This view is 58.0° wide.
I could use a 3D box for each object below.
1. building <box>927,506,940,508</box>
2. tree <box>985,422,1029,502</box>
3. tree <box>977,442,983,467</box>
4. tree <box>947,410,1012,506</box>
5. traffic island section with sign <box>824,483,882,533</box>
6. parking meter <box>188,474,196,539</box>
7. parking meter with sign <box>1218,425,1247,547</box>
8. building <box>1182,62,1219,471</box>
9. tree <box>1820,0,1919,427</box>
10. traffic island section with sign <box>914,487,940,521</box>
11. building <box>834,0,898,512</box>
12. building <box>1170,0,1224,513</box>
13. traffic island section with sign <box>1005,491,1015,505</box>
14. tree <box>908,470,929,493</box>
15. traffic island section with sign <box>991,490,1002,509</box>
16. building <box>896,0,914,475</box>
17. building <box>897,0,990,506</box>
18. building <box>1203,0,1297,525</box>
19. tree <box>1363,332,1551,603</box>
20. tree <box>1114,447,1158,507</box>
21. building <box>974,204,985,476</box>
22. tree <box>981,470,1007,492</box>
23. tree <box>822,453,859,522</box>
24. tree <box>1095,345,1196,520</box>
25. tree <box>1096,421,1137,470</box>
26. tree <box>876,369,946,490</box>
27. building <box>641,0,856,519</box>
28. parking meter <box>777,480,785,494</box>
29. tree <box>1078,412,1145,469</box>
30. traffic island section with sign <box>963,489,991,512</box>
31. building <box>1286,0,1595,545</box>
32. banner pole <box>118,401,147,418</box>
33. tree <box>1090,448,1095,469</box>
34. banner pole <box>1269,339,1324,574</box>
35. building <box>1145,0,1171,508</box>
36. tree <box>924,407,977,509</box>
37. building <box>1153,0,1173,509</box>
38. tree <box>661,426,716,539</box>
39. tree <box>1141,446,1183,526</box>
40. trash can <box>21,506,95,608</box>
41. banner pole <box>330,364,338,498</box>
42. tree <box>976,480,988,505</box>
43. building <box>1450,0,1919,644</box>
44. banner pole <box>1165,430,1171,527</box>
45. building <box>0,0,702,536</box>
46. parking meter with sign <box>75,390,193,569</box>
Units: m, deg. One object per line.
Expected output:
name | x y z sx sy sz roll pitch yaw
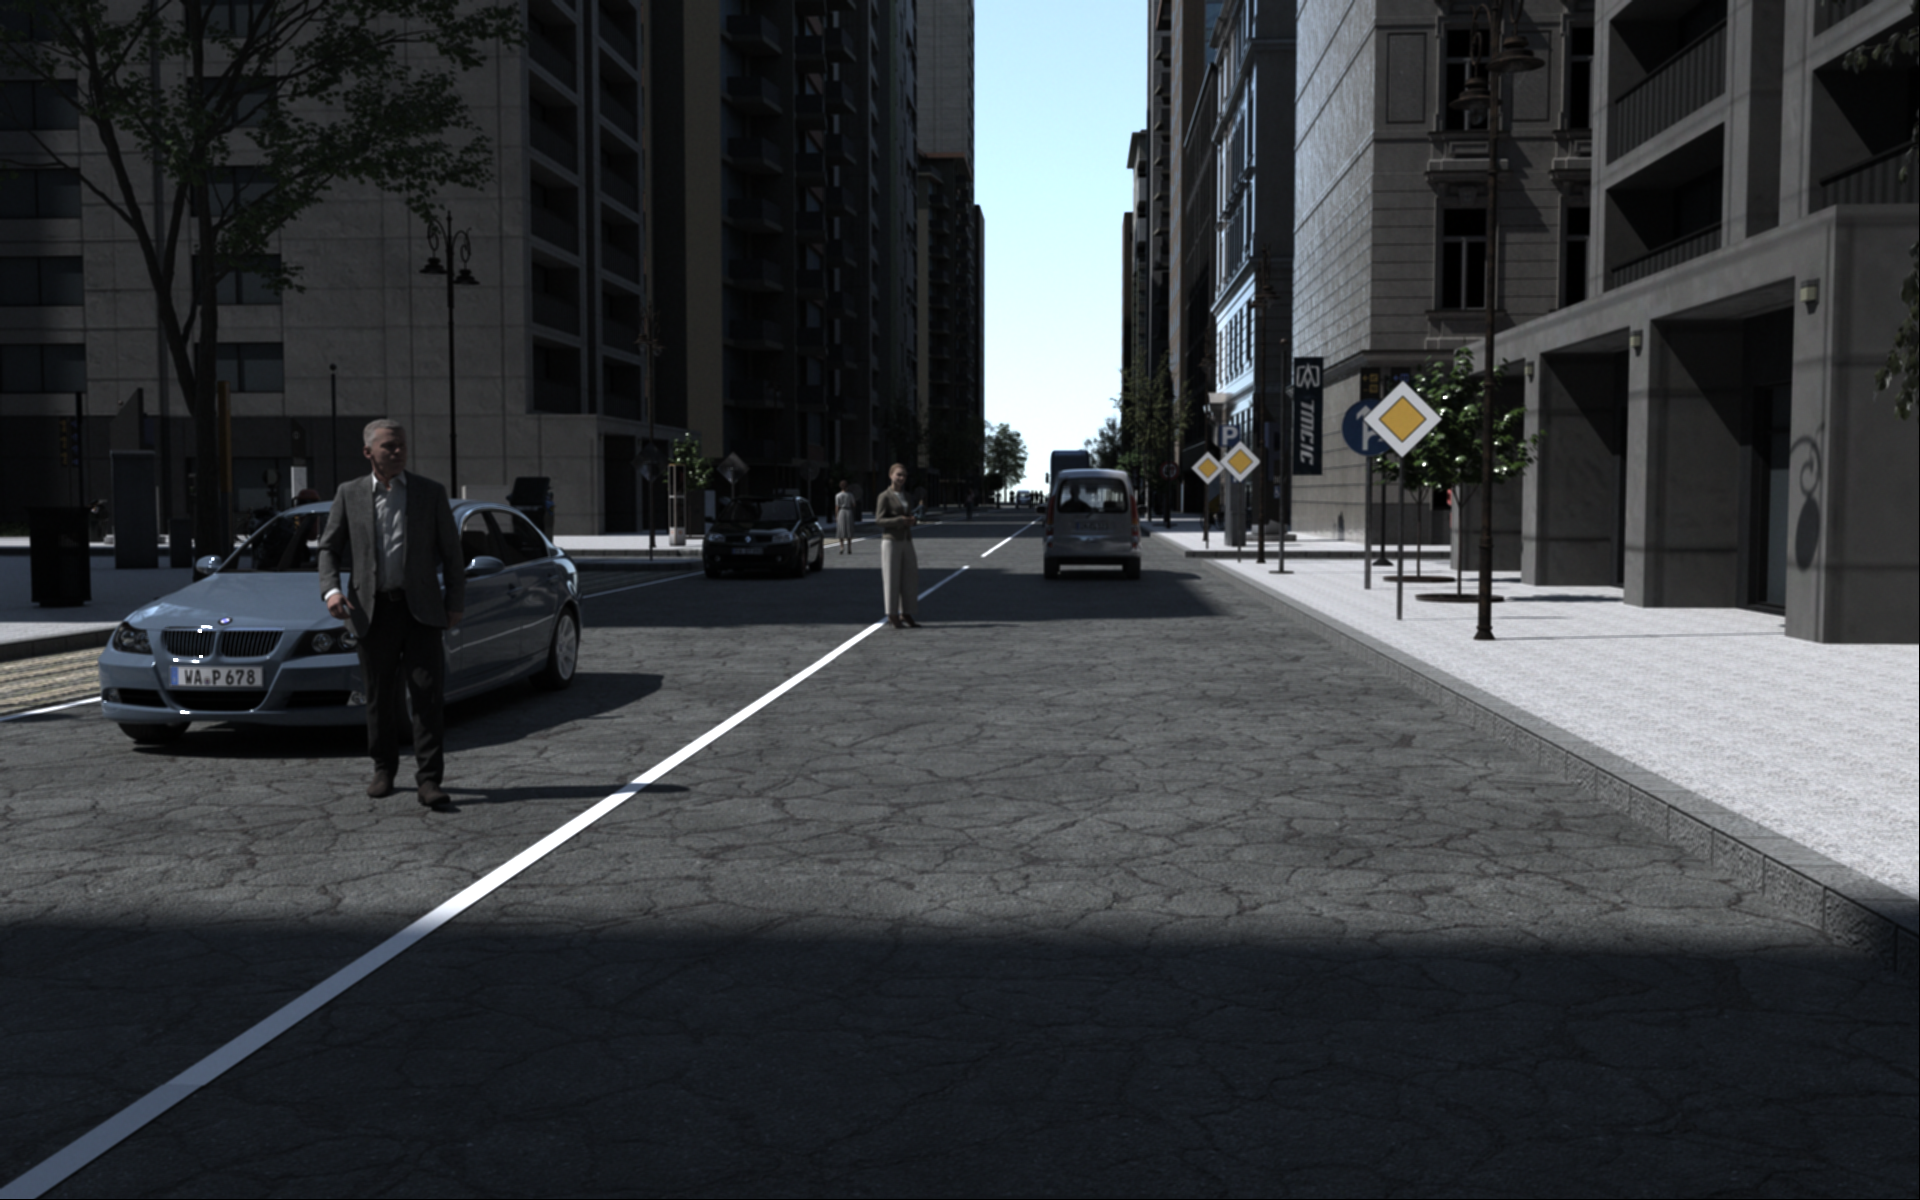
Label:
building | -12.519 -44.620 167.783 20.563 71.187 20.611 0 4 4
tree | 7.277 -21.779 274.210 7.486 12.596 7.792 0 3 0
tree | -0.013 -12.746 158.753 4.737 8.622 4.395 0 3 0
tree | 2.440 -15.809 192.896 7.601 10.594 8.767 1 4 21
traffic island section with sign | -3.904 -3.371 63.740 1.989 1.847 2.006 0 4 4
parking meter | -21.773 -2.663 49.252 0.255 1.863 0.399 -1 4 -21
parking meter with sign | 6.807 -2.856 42.954 0.543 3.016 1.738 0 4 -1
building | 21.055 -18.894 102.432 14.314 27.812 24.014 0 4 4
tree | 4.460 -3.460 6.940 4.360 8.622 3.978 0 3 0
traffic island section with sign | -2.069 -5.038 90.991 1.989 1.847 2.006 0 4 4
building | -12.136 -26.911 123.590 14.154 41.232 14.086 0 4 4
building | 22.197 -28.907 122.732 14.600 45.320 14.200 0 4 4
traffic island section with sign | 6.758 -13.072 222.348 1.989 1.847 2.006 0 4 4
tree | -3.139 -7.958 124.711 1.663 3.219 1.824 0 3 0
traffic island section with sign | 3.097 -9.745 167.958 1.989 1.847 2.006 0 4 4
building | -18.215 -33.971 144.666 28.713 52.752 27.495 0 4 4
building | -6.247 -49.129 241.504 20.563 71.187 20.611 0 4 4
building | 18.834 -17.973 79.760 13.634 28.700 20.117 0 4 4
tree | 5.920 -1.599 20.746 1.663 3.219 1.824 0 3 0
tree | 12.212 -8.318 119.713 4.285 4.588 4.351 0 3 0
building | -3.555 -37.337 260.573 14.600 45.320 14.200 0 4 4
tree | 4.431 -14.885 227.077 4.285 4.588 4.351 0 3 0
tree | -5.632 -5.236 80.207 1.663 3.219 1.824 0 3 0
tree | 9.621 -8.336 86.658 4.737 8.622 4.395 0 3 0
tree | 15.800 -13.491 170.947 4.360 8.622 3.978 0 3 0
tree | -3.214 -9.267 101.883 4.360 8.622 3.978 0 3 0
building | -17.670 -26.995 95.987 22.147 44.769 28.867 0 4 4
parking meter | -7.243 -3.917 69.755 0.399 1.863 0.255 0 4 -4
tree | 17.192 -16.123 198.022 8.767 10.594 7.601 0 4 5
traffic island section with sign | 1.272 -8.077 140.693 1.989 1.847 2.006 0 4 4
building | 32.134 -16.671 48.982 44.131 29.872 17.030 0 4 4
banner pole | -22.364 -3.474 46.809 0.863 3.779 0.401 -2 4 -30
tree | 16.118 -14.140 181.548 4.737 8.622 4.395 0 3 0
banner pole | 5.436 -2.318 27.923 0.863 3.779 0.401 1 4 13
building | 29.064 -38.556 172.386 21.231 58.520 28.212 0 4 4
tree | -1.325 -11.961 145.930 4.737 8.622 4.395 0 3 0
building | 27.502 -29.953 144.359 22.147 44.769 28.867 0 4 4
tree | -7.877 -3.367 49.656 1.663 3.219 1.824 0 3 0
tree | 8.222 -4.648 70.596 1.663 3.219 1.824 0 3 0
trash can | -10.266 -0.496 19.761 0.748 1.137 0.748 0 3 0
banner pole | -12.117 -2.664 33.567 0.401 3.779 0.863 -1 4 -22
tree | 3.063 -13.385 213.445 1.663 3.219 1.824 0 3 0
building | 17.870 -35.366 16.490 20.563 71.187 20.611 0 4 4
banner pole | 8.026 -4.675 66.455 0.401 3.779 0.863 0 4 2
building | -20.602 -38.146 61.946 20.563 71.187 20.611 0 4 4
parking meter with sign | -14.204 -2.052 29.812 1.738 3.016 0.543 -2 4 -29
